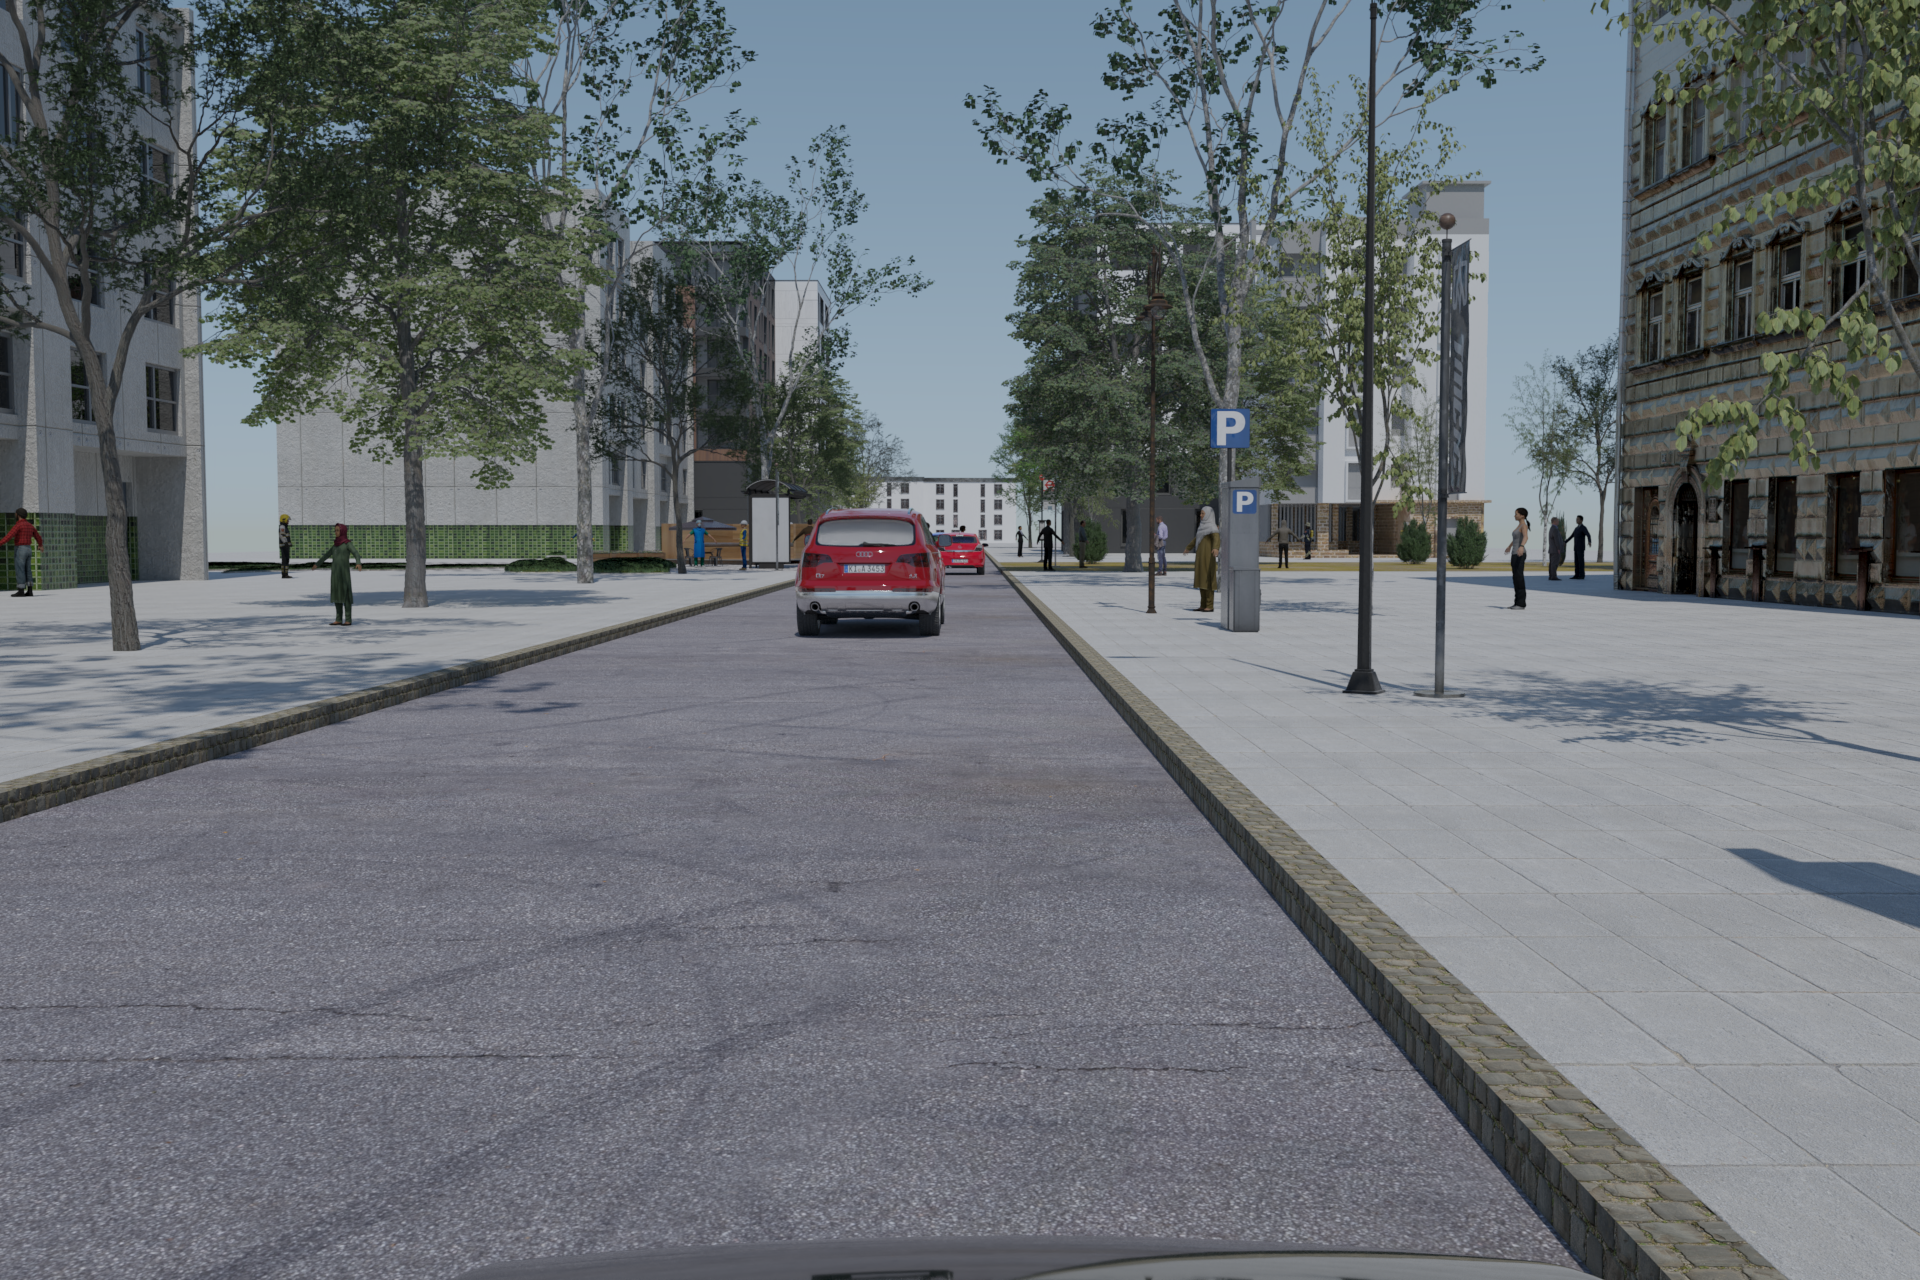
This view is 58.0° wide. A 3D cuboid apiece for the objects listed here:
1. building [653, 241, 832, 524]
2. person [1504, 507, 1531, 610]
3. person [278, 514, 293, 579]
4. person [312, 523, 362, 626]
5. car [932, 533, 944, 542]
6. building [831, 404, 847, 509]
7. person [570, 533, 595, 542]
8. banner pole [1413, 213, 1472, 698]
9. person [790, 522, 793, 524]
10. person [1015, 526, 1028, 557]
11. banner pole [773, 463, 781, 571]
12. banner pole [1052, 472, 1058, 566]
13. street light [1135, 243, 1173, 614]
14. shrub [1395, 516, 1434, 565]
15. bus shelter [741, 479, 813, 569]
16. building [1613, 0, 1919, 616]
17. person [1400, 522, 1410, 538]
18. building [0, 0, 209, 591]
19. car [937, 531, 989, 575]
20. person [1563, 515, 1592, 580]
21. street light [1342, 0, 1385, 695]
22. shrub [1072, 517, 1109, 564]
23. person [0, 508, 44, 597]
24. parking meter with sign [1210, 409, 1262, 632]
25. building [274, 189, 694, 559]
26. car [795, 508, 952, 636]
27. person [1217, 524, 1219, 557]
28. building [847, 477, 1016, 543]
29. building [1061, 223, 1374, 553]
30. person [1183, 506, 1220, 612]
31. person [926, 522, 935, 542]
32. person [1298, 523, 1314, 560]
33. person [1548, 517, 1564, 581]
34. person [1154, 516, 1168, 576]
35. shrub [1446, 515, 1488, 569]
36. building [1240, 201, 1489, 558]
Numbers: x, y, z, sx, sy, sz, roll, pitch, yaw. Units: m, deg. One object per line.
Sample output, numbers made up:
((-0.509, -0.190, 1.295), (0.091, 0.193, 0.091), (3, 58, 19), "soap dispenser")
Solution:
((-25.354, -17.942, 137.319), (27.936, 21.610, 32.646), (0, 4, 0), "building")
((9.452, -1.389, 29.515), (0.721, 1.737, 1.217), (0, 4, 7), "person")
((-19.440, -2.703, 49.965), (0.704, 1.858, 1.351), (-1, 4, -16), "person")
((-8.690, -0.916, 24.192), (0.989, 1.438, 0.599), (2, 4, 31), "person")
((-0.825, -4.490, 83.006), (1.945, 1.707, 3.694), (0, 4, -1), "car")
((-24.322, -22.294, 230.959), (16.747, 18.905, 31.486), (0, 4, -1), "building")
((-18.583, -4.856, 85.360), (1.349, 1.833, 0.705), (1, 4, 15), "person")
((3.797, -1.429, 13.384), (0.401, 3.779, 0.863), (0, 4, 0), "banner pole")
((-8.174, -4.777, 83.959), (1.347, 1.847, 0.705), (2, 4, 33), "person")
((3.388, -5.424, 95.395), (0.721, 1.740, 1.216), (2, 4, 34), "person")
((-6.444, -4.355, 61.228), (0.401, 3.779, 0.863), (0, 4, 2), "banner pole")
((3.797, -4.807, 68.610), (0.401, 3.779, 0.863), (0, 4, 0), "banner pole")
((3.098, -3.368, 27.847), (0.468, 5.910, 1.993), (0, 4, 0), "street light")
((19.220, -4.209, 73.238), (1.690, 2.028, 1.600), (0, 3, 0), "shrub")
((-6.965, -4.432, 66.394), (2.014, 3.302, 5.546), (0, 4, 2), "bus shelter")
((24.240, -12.178, 30.040), (19.493, 23.208, 18.063), (0, 4, 0), "building")
((21.390, -4.716, 82.879), (0.705, 1.858, 1.354), (2, 4, 32), "person")
((-29.107, -10.112, 31.787), (16.747, 18.905, 31.486), (0, 4, -1), "building")
((-0.036, -3.240, 62.010), (2.155, 1.783, 4.494), (0, 4, -1), "car")
((17.489, -2.625, 48.973), (0.704, 1.823, 1.345), (-1, 4, -14), "person")
((3.806, -2.524, 13.811), (1.470, 5.913, 1.316), (0, 4, 1), "street light")
((5.535, -4.225, 73.505), (1.690, 2.028, 1.600), (0, 3, 0), "shrub")
((-19.153, -1.788, 35.345), (0.704, 1.816, 1.345), (1, 4, 13), "person")
((3.754, -1.656, 23.333), (0.543, 3.016, 1.738), (0, 4, 0), "parking meter with sign")
((-26.870, -14.574, 104.750), (16.747, 18.905, 31.486), (0, 4, 0), "building")
((-1.264, -1.057, 25.955), (2.281, 1.827, 5.304), (0, 4, 1), "car")
((14.229, -5.468, 95.340), (0.705, 1.837, 1.347), (-2, 4, -23), "person")
((-5.656, -18.888, 253.421), (28.070, 9.664, 9.099), (0, 4, -6), "building")
((21.424, -17.510, 130.256), (27.936, 21.610, 32.646), (0, 4, 0), "building")
((3.977, -1.329, 28.508), (0.721, 1.736, 1.217), (-1, 4, -17), "person")
((-1.094, -2.820, 54.743), (0.705, 1.806, 1.347), (-2, 4, -32), "person")
((17.390, -4.950, 86.704), (0.705, 1.856, 1.354), (3, 5, 43), "person")
((16.491, -2.527, 47.916), (0.434, 1.755, 0.990), (1, 4, 10), "person")
((6.041, -2.884, 53.070), (0.599, 1.838, 0.709), (2, 4, 24), "person")
((18.586, -3.624, 63.674), (1.690, 2.028, 1.600), (0, 3, 0), "shrub")
((22.125, -15.204, 105.007), (16.016, 20.090, 11.380), (0, 4, 1), "building")
